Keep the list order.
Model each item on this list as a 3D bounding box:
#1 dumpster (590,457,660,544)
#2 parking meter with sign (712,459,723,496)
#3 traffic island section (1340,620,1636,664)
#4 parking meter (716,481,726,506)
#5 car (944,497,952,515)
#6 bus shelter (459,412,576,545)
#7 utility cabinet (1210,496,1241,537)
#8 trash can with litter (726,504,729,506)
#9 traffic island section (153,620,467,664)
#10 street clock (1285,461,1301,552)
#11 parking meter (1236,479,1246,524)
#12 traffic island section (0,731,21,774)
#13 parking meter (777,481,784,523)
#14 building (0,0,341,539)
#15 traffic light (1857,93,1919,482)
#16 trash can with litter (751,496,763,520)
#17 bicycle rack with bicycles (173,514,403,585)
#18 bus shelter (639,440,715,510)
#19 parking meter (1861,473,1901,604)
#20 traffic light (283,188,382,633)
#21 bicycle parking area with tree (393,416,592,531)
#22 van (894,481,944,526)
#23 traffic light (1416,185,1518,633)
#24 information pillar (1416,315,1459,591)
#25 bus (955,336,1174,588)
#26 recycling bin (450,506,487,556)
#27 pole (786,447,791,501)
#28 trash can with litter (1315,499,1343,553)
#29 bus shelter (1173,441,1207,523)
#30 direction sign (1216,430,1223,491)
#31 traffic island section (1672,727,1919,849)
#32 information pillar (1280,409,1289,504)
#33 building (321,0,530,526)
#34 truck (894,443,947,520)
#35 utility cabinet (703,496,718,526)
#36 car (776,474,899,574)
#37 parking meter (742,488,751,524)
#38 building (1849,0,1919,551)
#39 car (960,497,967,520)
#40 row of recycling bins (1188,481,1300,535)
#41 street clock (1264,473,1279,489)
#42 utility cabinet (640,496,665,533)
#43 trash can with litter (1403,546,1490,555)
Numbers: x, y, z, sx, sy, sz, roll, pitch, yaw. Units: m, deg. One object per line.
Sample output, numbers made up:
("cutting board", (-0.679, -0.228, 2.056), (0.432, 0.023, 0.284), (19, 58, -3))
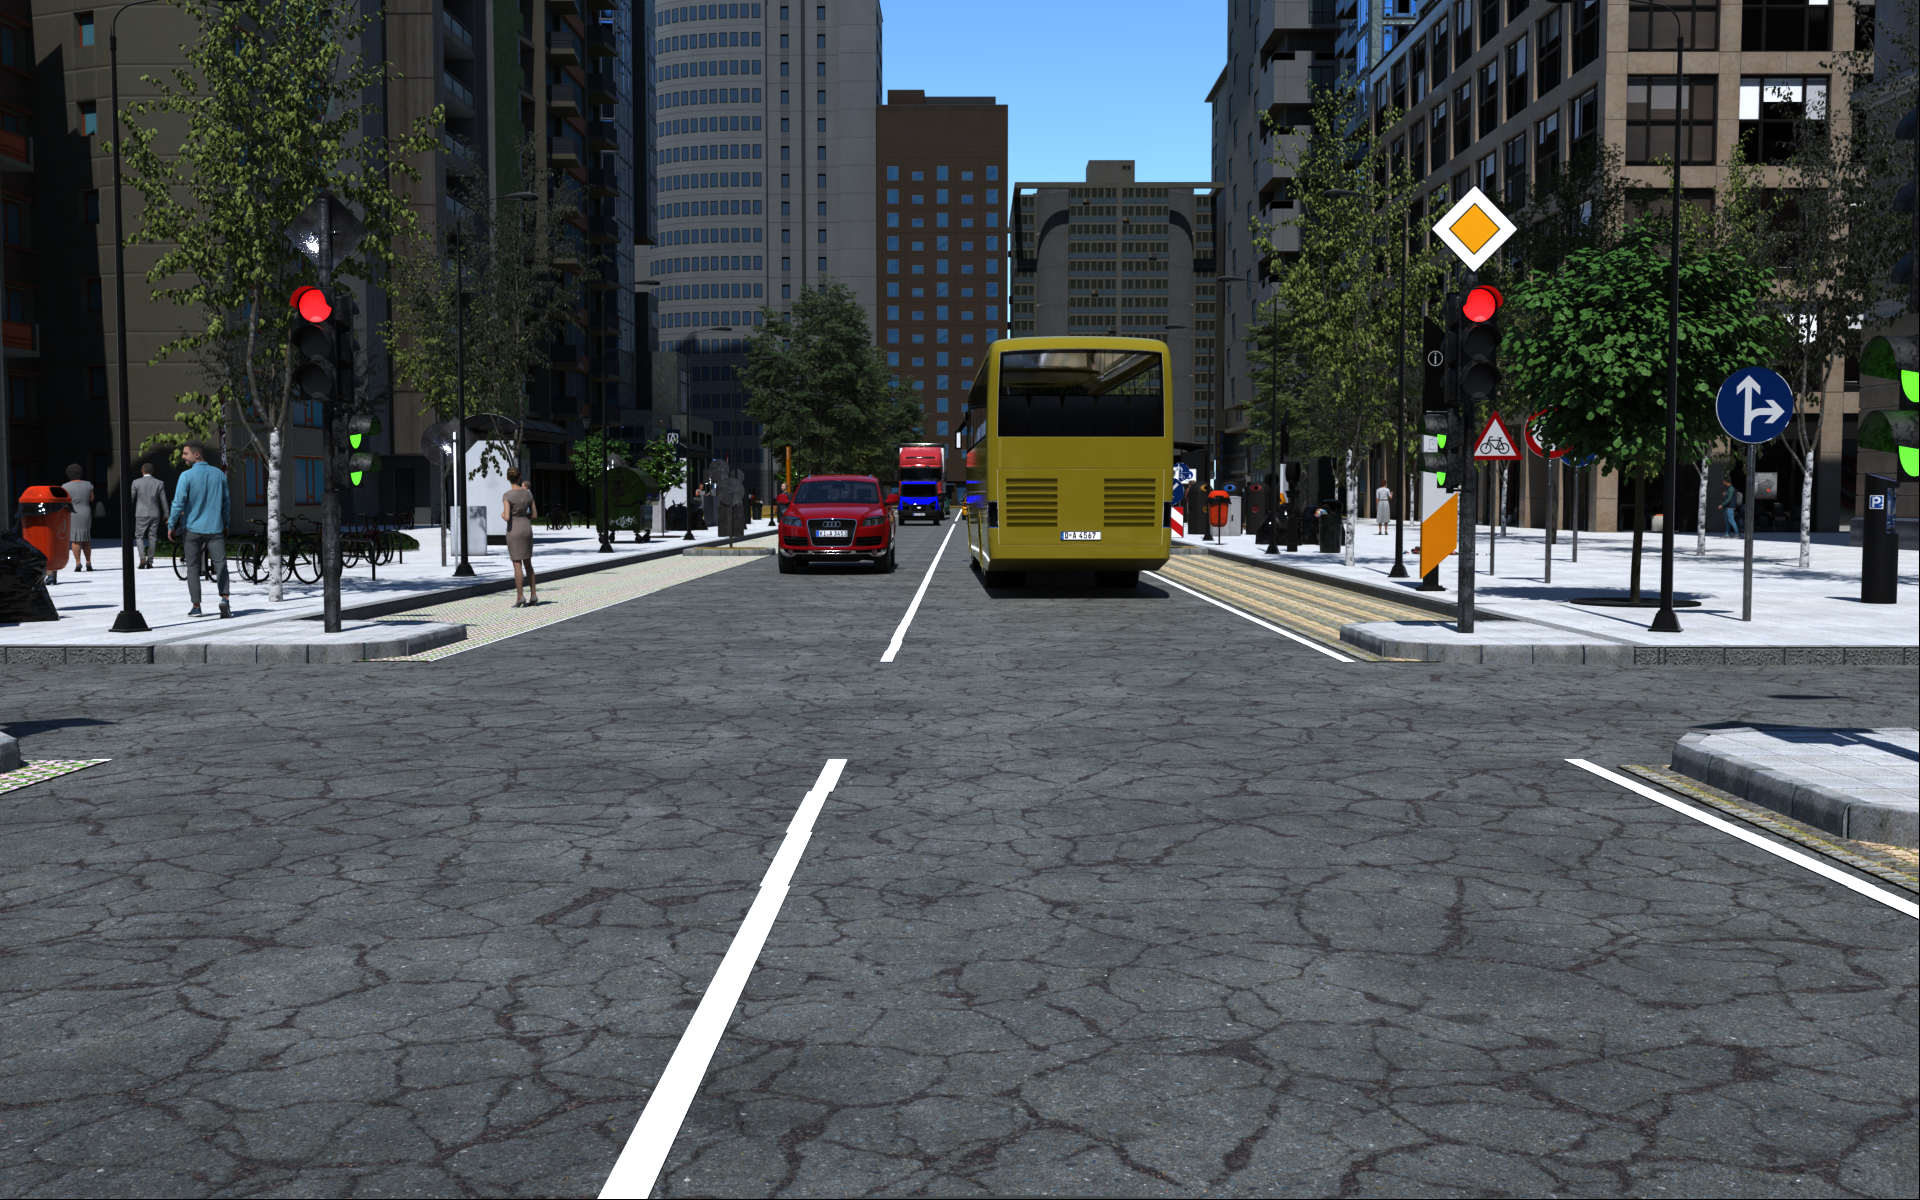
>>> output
("dumpster", (-8.792, -2.628, 45.455), (1.502, 2.255, 1.985), (0, 4, 0))
("parking meter with sign", (-11.968, -5.439, 85.180), (0.543, 3.016, 1.738), (0, 4, -4))
("traffic island section", (4.699, 0.383, 16.026), (2.009, 0.180, 2.903), (0, 4, 0))
("parking meter", (-10.266, -4.202, 74.416), (0.399, 1.863, 0.255), (3, 4, 36))
("car", (-1.629, -6.655, 120.614), (2.131, 1.459, 4.920), (0, 4, 1))
("bus shelter", (-11.743, -3.169, 45.741), (2.014, 3.302, 5.546), (0, 4, 0))
("utility cabinet", (8.033, -2.534, 52.592), (1.020, 1.237, 0.306), (-1, 4, -23))
("trash can with litter", (-10.002, -4.070, 77.609), (1.678, 1.210, 2.233), (3, 4, 36))
("traffic island section", (-5.842, 0.379, 16.087), (2.009, 0.180, 2.903), (0, 4, 0))
("street clock", (7.386, -2.072, 38.447), (0.358, 2.002, 0.471), (2, 4, 27))
("parking meter", (10.894, -3.768, 67.326), (0.399, 1.863, 0.255), (-1, 4, -15))
("traffic island section", (-5.885, 0.867, 8.102), (2.009, 0.180, 2.903), (0, 4, 0))
("parking meter", (-7.964, -4.376, 77.256), (0.255, 1.863, 0.399), (2, 4, 27))
("building", (-34.878, -12.149, 43.676), (27.650, 21.520, 28.899), (0, 4, 0))
("traffic light", (4.616, -1.162, 7.927), (0.839, 4.253, 0.868), (0, 4, 0))
("trash can with litter", (-10.336, -4.573, 86.149), (1.055, 1.170, 0.624), (-1, 4, -11))
("bicycle rack with bicycles", (-9.938, -0.742, 25.515), (2.852, 0.926, 2.925), (-3, 5, -43))
("bus shelter", (-10.849, -4.459, 66.836), (2.014, 3.302, 5.546), (0, 4, 0))
("parking meter", (10.814, -0.730, 20.341), (0.372, 1.533, 0.369), (0, 3, 0))
("traffic light", (-5.802, -1.653, 15.952), (0.839, 4.253, 0.868), (0, 4, 0))
("bicycle parking area with tree", (-16.356, -4.720, 64.170), (8.231, 4.147, 9.016), (1, 4, 11))
("van", (-1.901, -4.637, 80.197), (2.240, 2.365, 5.245), (0, 4, -1))
("traffic light", (4.659, -1.651, 15.912), (0.839, 4.253, 0.868), (0, 4, 0))
("information pillar", (6.313, -1.925, 22.833), (0.504, 3.616, 0.183), (0, 4, -5))
("bus", (1.483, -2.311, 29.328), (2.896, 3.916, 12.252), (0, 4, -1))
("recycling bin", (-10.229, -1.438, 36.066), (0.722, 1.027, 0.722), (-1, 4, -16))
("pole", (-7.356, -4.929, 74.431), (0.158, 3.312, 0.155), (0, 3, 0))
("trash can with litter", (8.052, -1.626, 37.970), (0.624, 1.170, 1.055), (0, 4, 7))
("bus shelter", (10.307, -5.425, 79.986), (1.731, 3.624, 6.357), (0, 4, 0))
("direction sign", (9.290, -4.285, 62.063), (0.379, 3.537, 0.876), (1, 4, 21))
("traffic island section", (4.656, 0.871, 8.041), (2.009, 0.180, 2.903), (0, 4, 0))
("information pillar", (8.929, -3.443, 47.648), (0.183, 3.616, 0.504), (2, 4, 28))
("building", (-27.413, -23.885, 74.111), (14.154, 41.232, 14.086), (0, 4, 0))
("truck", (-2.095, -6.663, 97.848), (2.839, 4.237, 11.283), (0, 4, 0))
("utility cabinet", (-10.080, -3.618, 70.321), (0.306, 1.237, 1.020), (-2, 4, -30))
("car", (-2.281, -1.483, 32.917), (2.281, 1.827, 5.304), (0, 4, -1))
("parking meter", (-9.122, -4.012, 74.011), (0.372, 1.533, 0.369), (0, 3, 0))
("building", (31.404, -15.229, 34.892), (20.117, 28.700, 13.634), (0, 4, 0))
("car", (0.959, -5.328, 97.341), (2.015, 1.641, 3.980), (0, 4, 1))
("row of recycling bins", (8.991, -2.926, 54.948), (3.534, 1.692, 1.069), (1, 4, 14))
("street clock", (10.732, -3.371, 59.690), (0.471, 2.002, 0.358), (-2, 4, -30))
("utility cabinet", (-10.303, -2.834, 57.505), (1.020, 1.237, 0.306), (1, 4, 16))
("trash can with litter", (10.217, -1.597, 37.165), (1.678, 1.210, 2.233), (-1, 4, -13))
